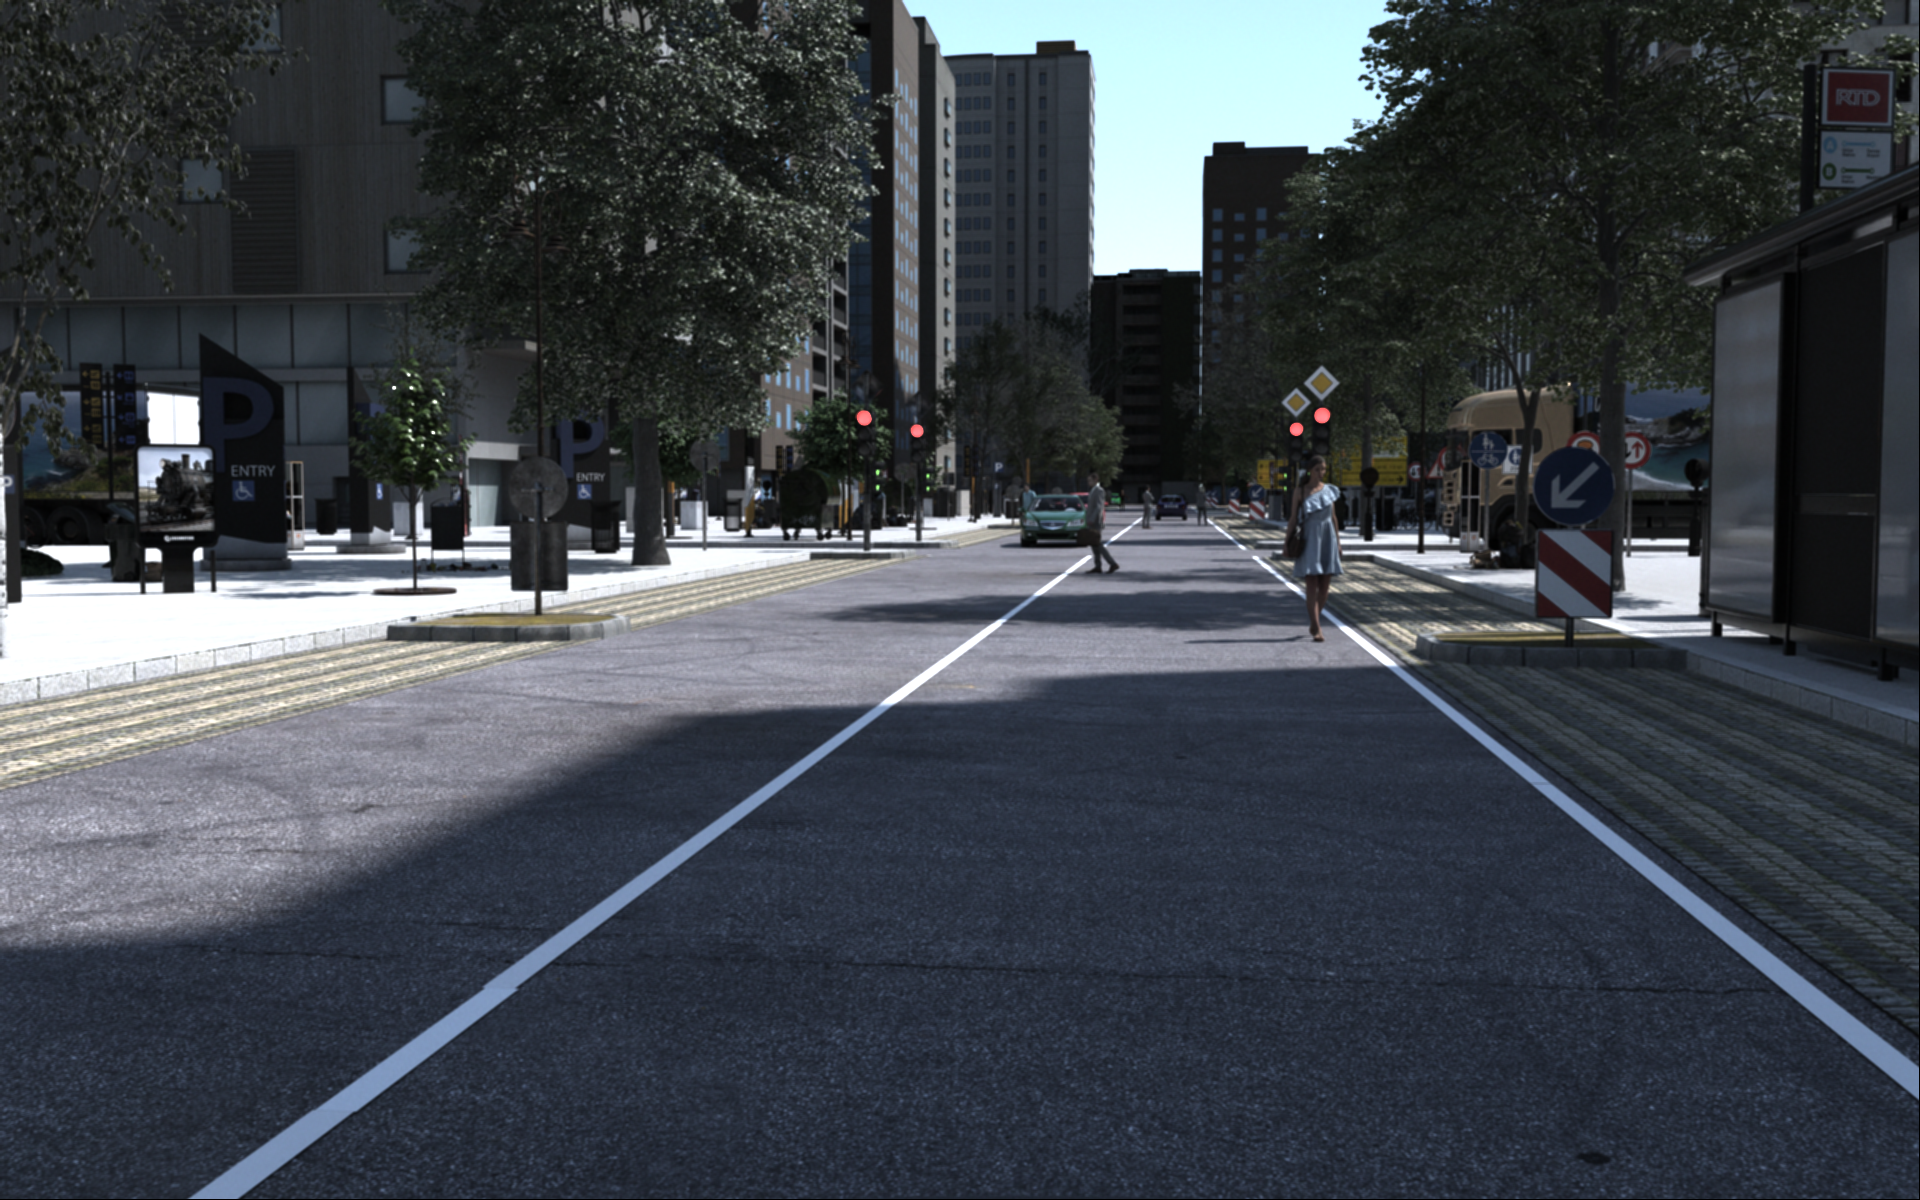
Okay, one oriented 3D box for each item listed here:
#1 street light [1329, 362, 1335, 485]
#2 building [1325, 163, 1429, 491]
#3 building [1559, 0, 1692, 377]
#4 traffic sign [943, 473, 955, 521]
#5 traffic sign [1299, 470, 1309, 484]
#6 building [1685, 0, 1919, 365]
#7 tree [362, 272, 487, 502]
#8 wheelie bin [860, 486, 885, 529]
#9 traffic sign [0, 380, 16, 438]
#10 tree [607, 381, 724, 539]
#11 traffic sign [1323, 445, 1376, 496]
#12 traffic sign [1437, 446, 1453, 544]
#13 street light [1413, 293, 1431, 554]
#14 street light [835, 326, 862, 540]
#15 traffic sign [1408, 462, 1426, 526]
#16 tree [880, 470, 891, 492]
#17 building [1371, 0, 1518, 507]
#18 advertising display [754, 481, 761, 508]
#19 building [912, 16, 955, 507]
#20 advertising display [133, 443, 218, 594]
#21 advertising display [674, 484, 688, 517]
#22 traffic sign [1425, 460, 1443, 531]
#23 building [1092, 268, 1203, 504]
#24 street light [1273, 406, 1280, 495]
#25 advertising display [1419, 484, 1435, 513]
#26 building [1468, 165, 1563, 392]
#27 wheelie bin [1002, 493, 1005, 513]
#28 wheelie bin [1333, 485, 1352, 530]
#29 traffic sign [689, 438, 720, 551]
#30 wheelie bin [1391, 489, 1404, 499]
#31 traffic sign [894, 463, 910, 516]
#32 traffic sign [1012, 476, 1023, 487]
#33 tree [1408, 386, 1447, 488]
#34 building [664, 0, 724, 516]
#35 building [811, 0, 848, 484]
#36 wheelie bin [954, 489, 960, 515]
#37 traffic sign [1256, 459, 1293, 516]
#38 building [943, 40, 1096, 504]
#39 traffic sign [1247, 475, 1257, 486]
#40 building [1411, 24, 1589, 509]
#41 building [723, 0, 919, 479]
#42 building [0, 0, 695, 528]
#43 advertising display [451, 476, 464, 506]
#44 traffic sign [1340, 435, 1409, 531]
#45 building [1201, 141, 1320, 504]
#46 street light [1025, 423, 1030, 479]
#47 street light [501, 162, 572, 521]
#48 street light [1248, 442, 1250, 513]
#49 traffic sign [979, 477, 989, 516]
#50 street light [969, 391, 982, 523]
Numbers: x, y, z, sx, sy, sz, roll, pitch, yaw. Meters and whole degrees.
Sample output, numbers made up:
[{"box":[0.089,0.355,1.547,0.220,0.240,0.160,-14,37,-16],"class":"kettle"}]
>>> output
[{"box":[12.694,-5.289,59.269,0.468,5.910,1.993,0,4,7],"class":"street light"},{"box":[60.126,-34.821,223.942,28.867,44.769,22.147,0,4,7],"class":"building"},{"box":[37.065,-17.991,81.537,14.401,28.519,23.554,0,4,7],"class":"building"},{"box":[-0.540,-4.901,82.254,0.606,2.300,0.079,1,4,17],"class":"traffic sign"},{"box":[14.581,-4.337,73.047,0.606,2.300,0.079,1,4,12],"class":"traffic sign"},{"box":[35.867,-12.612,60.950,16.860,20.320,10.420,0,4,7],"class":"building"},{"box":[-18.104,-6.593,58.162,4.360,8.622,3.978,0,3,0],"class":"tree"},{"box":[-3.189,-3.432,64.025,0.980,1.594,0.693,-2,4,-30],"class":"wheelie bin"},{"box":[-10.381,-1.120,18.422,0.768,2.556,0.104,1,4,12],"class":"traffic sign"},{"box":[-8.484,-4.057,50.046,4.285,4.588,4.351,0,3,0],"class":"tree"},{"box":[15.607,-4.640,69.745,2.265,3.308,0.079,0,4,8],"class":"traffic sign"},{"box":[12.746,-2.739,44.888,0.768,2.556,0.104,1,4,10],"class":"traffic sign"},{"box":[9.943,-3.939,37.184,0.468,5.910,1.993,0,4,7],"class":"street light"},{"box":[-3.058,-4.588,47.798,0.468,5.910,1.993,0,4,7],"class":"street light"},{"box":[18.112,-4.202,68.812,0.768,2.556,0.104,1,4,10],"class":"traffic sign"},{"box":[-5.275,-7.410,115.750,1.663,3.219,1.824,0,3,0],"class":"tree"},{"box":[51.748,-51.908,161.372,22.319,86.520,31.000,0,4,7],"class":"building"},{"box":[-10.280,-5.018,87.260,0.123,1.923,0.974,1,4,20],"class":"advertising display"},{"box":[-12.231,-33.734,175.245,21.600,48.544,21.300,0,4,7],"class":"building"},{"box":[-10.122,-1.050,22.374,0.974,1.923,0.123,-2,4,-35],"class":"advertising display"},{"box":[-15.685,-5.613,96.987,0.974,1.923,0.123,-3,5,-40],"class":"advertising display"},{"box":[16.456,-3.645,59.596,0.884,2.594,0.081,1,4,11],"class":"traffic sign"},{"box":[24.257,-27.732,225.113,14.107,30.474,14.160,0,4,7],"class":"building"},{"box":[16.361,-7.143,89.570,0.468,5.910,1.993,0,4,7],"class":"street light"},{"box":[28.672,-6.186,106.353,0.974,1.923,0.123,1,4,9],"class":"advertising display"},{"box":[39.613,-16.141,105.712,13.314,21.916,24.055,0,4,7],"class":"building"},{"box":[3.203,-6.464,113.591,0.693,1.594,0.980,2,4,29],"class":"wheelie bin"},{"box":[13.361,-3.291,61.716,0.693,1.594,0.980,0,4,-7],"class":"wheelie bin"},{"box":[-5.802,-2.396,39.285,0.768,2.556,0.104,1,4,16],"class":"traffic sign"},{"box":[25.858,-5.785,102.494,0.693,1.594,0.980,1,4,20],"class":"wheelie bin"},{"box":[-2.329,-4.293,70.302,0.768,2.556,0.104,1,4,16],"class":"traffic sign"},{"box":[4.015,-7.451,121.934,0.768,2.556,0.104,1,4,9],"class":"traffic sign"},{"box":[29.130,-9.781,110.280,4.737,8.622,4.395,0,3,0],"class":"tree"},{"box":[-17.260,-27.827,105.088,14.600,45.320,14.200,0,4,7],"class":"building"},{"box":[-17.468,-42.575,134.357,20.563,71.187,20.611,0,4,7],"class":"building"},{"box":[-0.264,-6.034,106.569,0.980,1.594,0.693,-3,4,-37],"class":"wheelie bin"},{"box":[18.236,-6.481,99.834,2.265,3.308,0.079,1,4,15],"class":"traffic sign"},{"box":[3.661,-42.086,230.106,28.212,58.520,21.231,0,4,7],"class":"building"},{"box":[19.778,-7.149,116.890,0.884,2.594,0.081,1,4,9],"class":"traffic sign"},{"box":[52.404,-27.065,134.391,32.217,40.220,23.993,0,4,7],"class":"building"},{"box":[-11.486,-30.691,151.913,14.600,45.320,14.200,0,4,7],"class":"building"},{"box":[-27.822,-29.794,76.375,28.713,52.752,27.495,0,4,7],"class":"building"},{"box":[-18.046,-3.486,62.210,0.123,1.923,0.974,-3,4,-37],"class":"advertising display"},{"box":[14.222,-4.014,59.498,2.265,3.308,0.079,1,4,15],"class":"traffic sign"},{"box":[38.282,-35.024,222.749,14.200,45.320,14.600,0,4,7],"class":"building"},{"box":[4.250,-8.204,106.928,0.468,5.910,1.993,0,4,7],"class":"street light"},{"box":[-5.965,-3.168,24.586,0.468,5.910,1.993,0,4,7],"class":"street light"},{"box":[19.902,-8.942,118.994,0.468,5.910,1.993,0,4,7],"class":"street light"},{"box":[1.403,-6.073,101.424,0.606,2.300,0.079,1,4,9],"class":"traffic sign"},{"box":[0.680,-6.405,77.507,0.468,5.910,1.993,0,4,7],"class":"street light"}]
